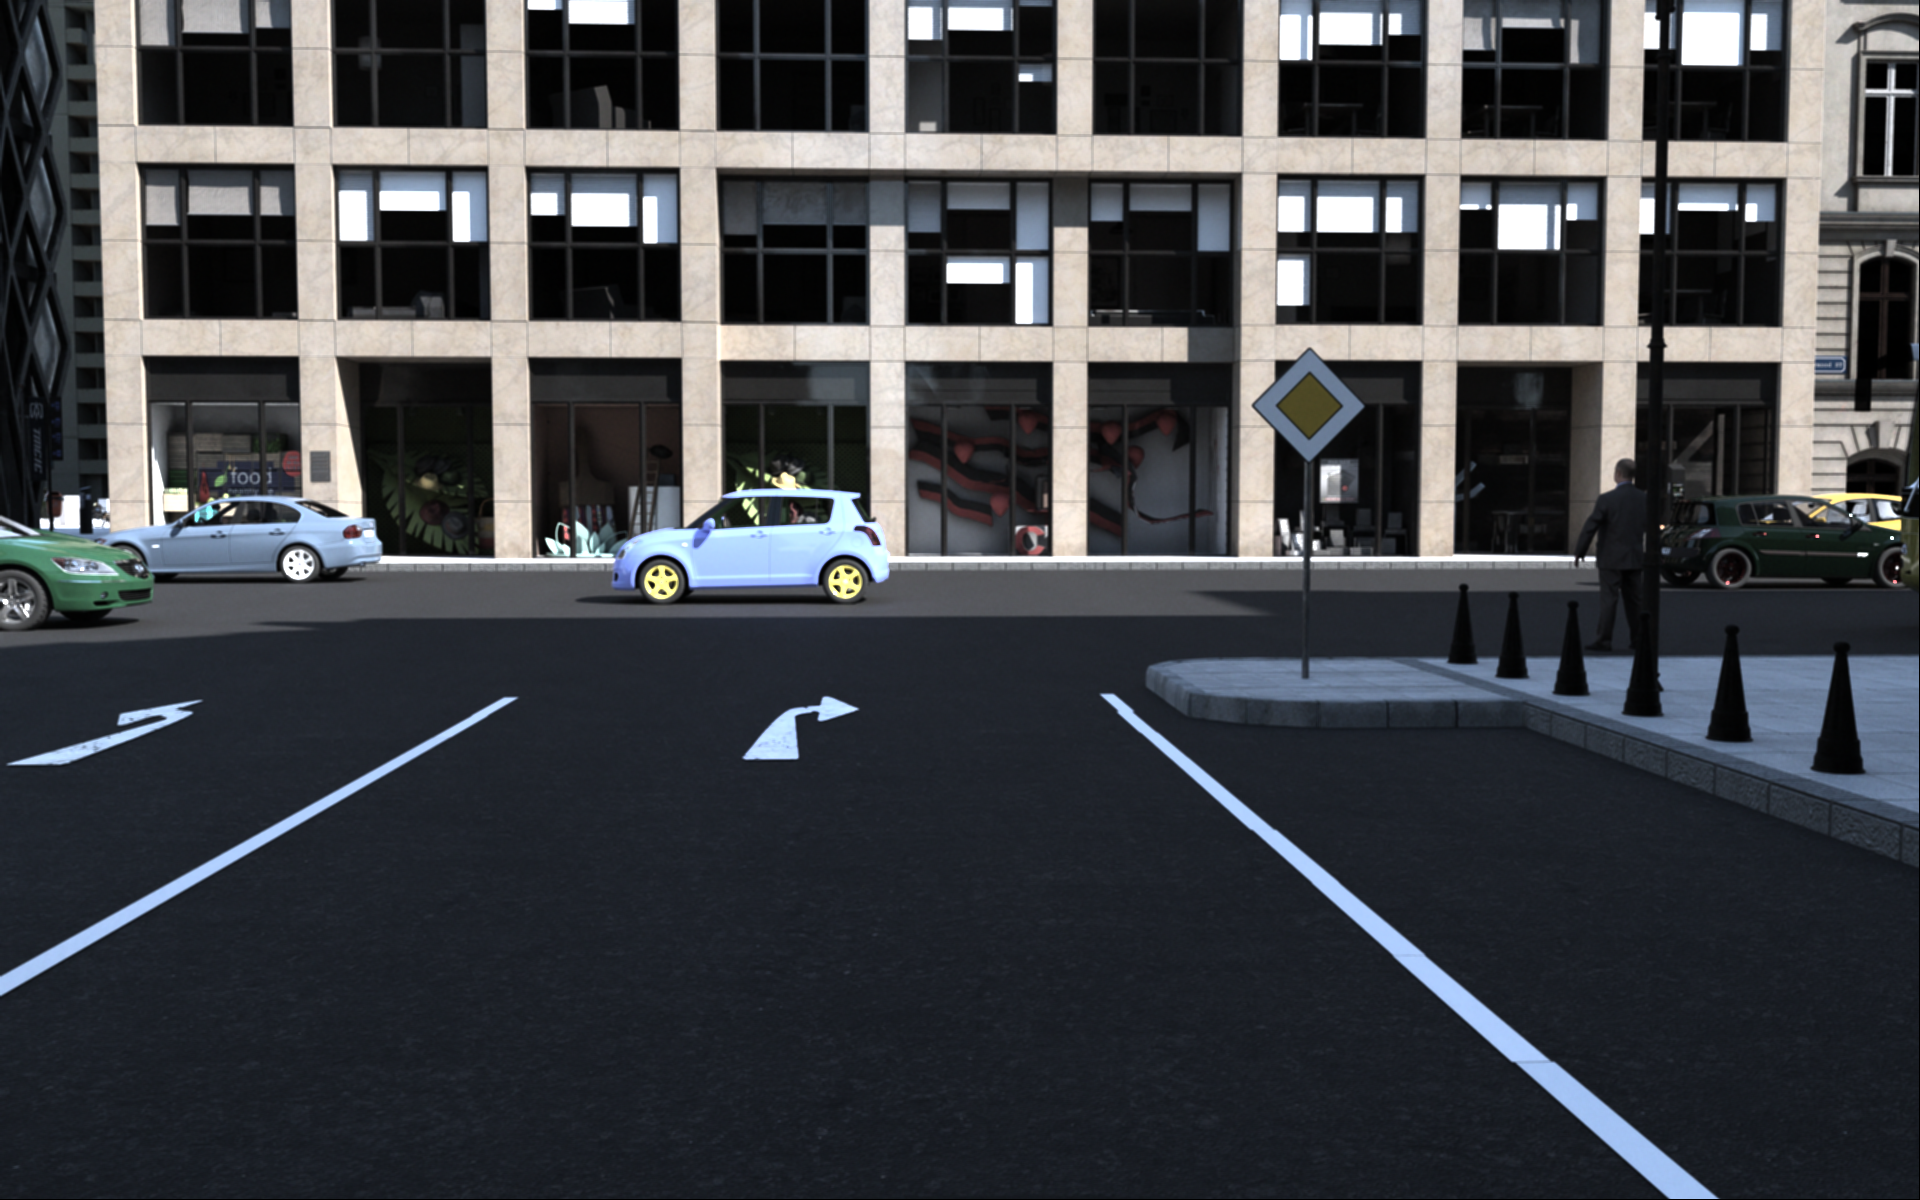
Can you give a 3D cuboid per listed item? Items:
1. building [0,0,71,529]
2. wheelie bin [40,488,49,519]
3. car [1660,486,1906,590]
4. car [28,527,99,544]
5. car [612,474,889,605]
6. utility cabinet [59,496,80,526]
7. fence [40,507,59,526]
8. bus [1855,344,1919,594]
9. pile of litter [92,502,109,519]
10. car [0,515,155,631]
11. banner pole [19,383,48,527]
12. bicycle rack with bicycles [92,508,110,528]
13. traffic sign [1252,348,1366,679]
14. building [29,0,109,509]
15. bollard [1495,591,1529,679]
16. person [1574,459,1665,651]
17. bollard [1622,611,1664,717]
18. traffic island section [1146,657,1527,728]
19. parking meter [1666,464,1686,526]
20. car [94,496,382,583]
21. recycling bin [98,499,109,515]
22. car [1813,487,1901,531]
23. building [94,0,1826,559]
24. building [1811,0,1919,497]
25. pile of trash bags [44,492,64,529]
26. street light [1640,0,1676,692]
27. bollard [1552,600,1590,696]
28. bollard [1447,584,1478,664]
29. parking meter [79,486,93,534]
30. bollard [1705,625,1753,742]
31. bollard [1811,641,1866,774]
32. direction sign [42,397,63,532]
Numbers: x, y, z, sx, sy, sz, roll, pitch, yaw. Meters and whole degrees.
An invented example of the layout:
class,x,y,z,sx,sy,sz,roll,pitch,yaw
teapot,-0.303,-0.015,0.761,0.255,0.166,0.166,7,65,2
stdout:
class,x,y,z,sx,sy,sz,roll,pitch,yaw
building,-31.495,-10.602,40.789,16.811,18.784,16.820,0,4,-3
wheelie bin,-47.528,-5.021,90.006,0.693,1.594,0.980,-1,4,-12
car,12.846,-1.041,26.804,4.222,1.686,2.009,0,4,-4
car,-13.798,-0.682,22.951,4.920,1.459,2.131,0,4,-3
car,-2.794,-0.834,23.227,3.694,1.707,1.945,0,4,-2
utility cabinet,-35.856,-3.582,69.725,0.306,1.237,1.020,0,4,5
fence,-37.406,-3.432,71.483,0.278,0.683,2.069,0,4,-5
bus,16.037,-1.617,17.987,12.252,3.916,2.896,0,4,-2
pile of litter,-44.226,-4.611,89.351,1.176,0.858,1.719,0,4,-5
car,-11.379,-0.432,18.867,4.920,1.459,2.131,0,4,-3
banner pole,-20.982,-3.007,39.189,0.401,3.779,0.863,1,4,17
bicycle rack with bicycles,-32.097,-3.275,66.921,2.925,0.926,2.852,-1,4,-13
traffic sign,2.401,-0.511,11.990,0.795,2.450,0.064,0,4,-3
building,-80.360,-32.550,155.891,21.600,48.544,21.300,0,4,-3
bollard,3.870,0.240,12.123,0.229,0.601,0.229,0,3,0
person,6.048,-0.422,15.950,0.990,1.755,0.434,-1,4,-15
bollard,3.974,0.365,10.066,0.229,0.601,0.229,0,3,0
traffic island section,2.424,0.625,12.069,2.009,0.180,2.903,0,4,-3
parking meter,13.988,-1.721,33.856,0.255,1.863,0.399,1,4,9
car,-11.897,-1.010,28.512,4.499,1.417,2.014,0,4,-3
recycling bin,-45.318,-4.870,92.186,0.722,1.027,0.722,2,4,24
car,15.897,-1.321,31.821,3.980,1.641,2.015,0,4,-3
building,-0.067,-14.610,43.387,34.151,26.468,19.350,0,4,-3
building,34.912,-13.731,43.591,34.723,24.649,14.460,0,4,-3
pile of trash bags,-34.008,-3.198,62.035,3.447,1.369,1.912,-3,4,-37
street light,4.497,-2.345,11.130,0.468,5.910,1.993,0,4,-3
bollard,3.923,0.302,11.097,0.229,0.601,0.229,0,3,0
bollard,3.820,0.177,13.148,0.229,0.601,0.229,0,3,0
parking meter,-28.228,-2.906,55.916,0.372,1.533,0.369,0,3,0
bollard,4.023,0.428,9.040,0.229,0.601,0.229,0,3,0
bollard,4.072,0.491,8.015,0.229,0.601,0.229,0,3,0
direction sign,-21.294,-2.967,40.503,0.876,3.537,0.379,1,4,22
